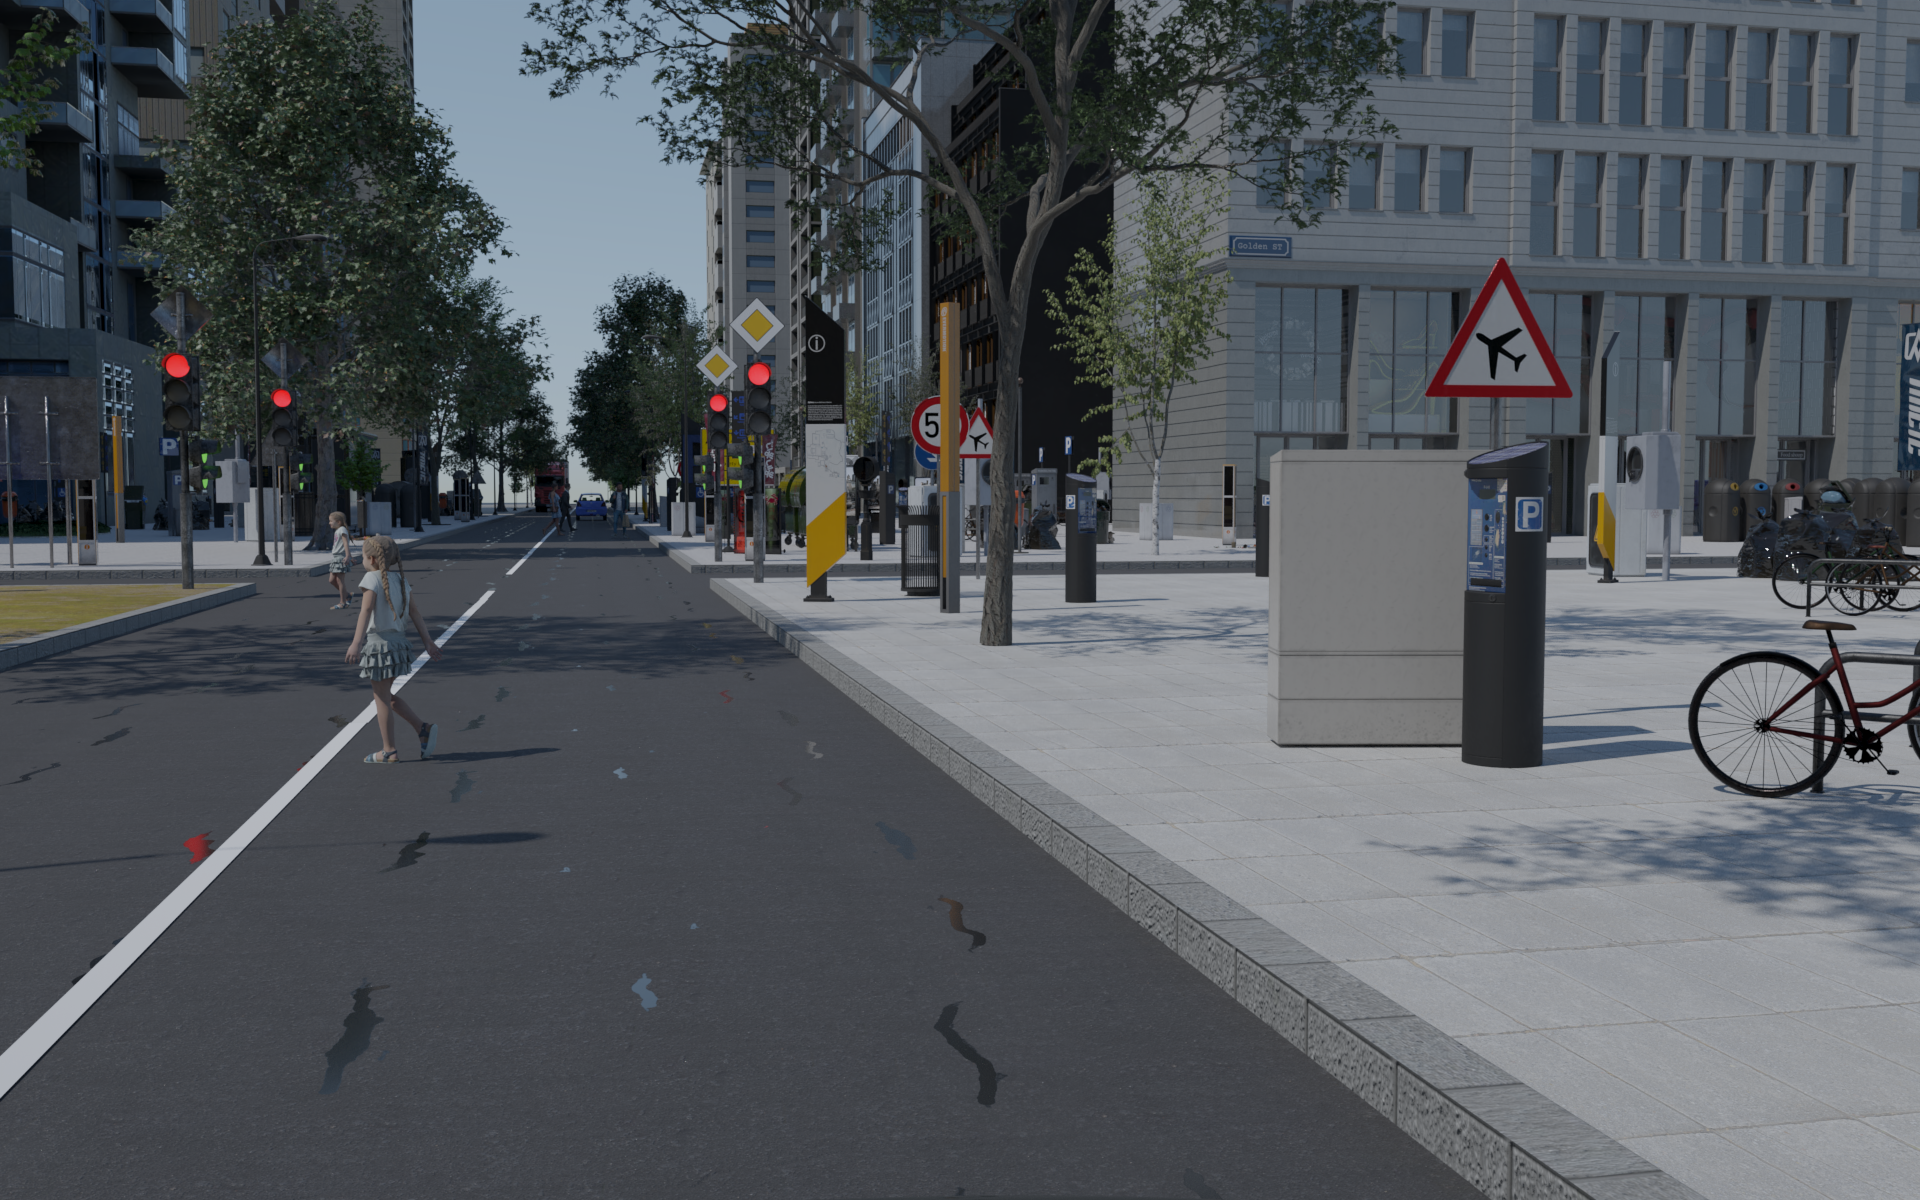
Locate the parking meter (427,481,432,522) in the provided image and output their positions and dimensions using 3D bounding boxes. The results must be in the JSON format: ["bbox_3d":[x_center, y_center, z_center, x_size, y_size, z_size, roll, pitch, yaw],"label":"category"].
[{"bbox_3d":[-24.344,-4.526,79.715,0.255,1.863,0.399,0,4,-2],"label":"parking meter"}]

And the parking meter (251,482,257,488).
[{"bbox_3d":[-34.323,-4.790,84.027,0.399,1.863,0.255,1,4,20],"label":"parking meter"}]

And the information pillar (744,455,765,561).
[{"bbox_3d":[-3.918,-1.748,33.070,0.304,2.012,0.304,1,4,19],"label":"information pillar"}]

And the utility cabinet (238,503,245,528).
[{"bbox_3d":[-26.534,-3.447,65.032,1.173,1.500,0.318,1,4,14],"label":"utility cabinet"}]

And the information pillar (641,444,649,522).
[{"bbox_3d":[-14.718,-5.471,80.813,0.183,3.616,0.504,-2,4,-33],"label":"information pillar"}]

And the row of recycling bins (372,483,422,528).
[{"bbox_3d":[-22.411,-3.628,66.434,3.534,1.692,1.069,0,4,3],"label":"row of recycling bins"}]

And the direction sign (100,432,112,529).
[{"bbox_3d":[-31.367,-4.375,63.528,0.379,3.537,0.876,-1,4,-12],"label":"direction sign"}]

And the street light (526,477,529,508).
[{"bbox_3d":[-33.834,-9.855,133.664,1.470,5.913,1.316,-1,4,-12],"label":"street light"}]

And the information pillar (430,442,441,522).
[{"bbox_3d":[-23.651,-5.298,77.971,0.183,3.616,0.504,1,4,21],"label":"information pillar"}]

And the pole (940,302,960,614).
[{"bbox_3d":[-0.107,-1.513,18.586,0.158,3.312,0.155,0,3,0],"label":"pole"}]

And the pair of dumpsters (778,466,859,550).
[{"bbox_3d":[-3.362,-2.387,41.525,1.574,2.255,4.437,-1,4,-12],"label":"pair of dumpsters"}]

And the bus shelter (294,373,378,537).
[{"bbox_3d":[-20.619,-4.817,56.396,2.179,5.291,8.768,-1,4,-12],"label":"bus shelter"}]

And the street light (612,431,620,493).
[{"bbox_3d":[-20.232,-8.114,105.208,1.470,5.913,1.316,-1,4,-12],"label":"street light"}]

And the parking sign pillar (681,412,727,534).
[{"bbox_3d":[-8.506,-4.186,56.910,1.447,3.967,1.447,0,4,-7],"label":"parking sign pillar"}]

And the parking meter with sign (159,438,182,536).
[{"bbox_3d":[-24.040,-3.475,53.085,0.543,3.016,1.738,-3,4,-36],"label":"parking meter with sign"}]

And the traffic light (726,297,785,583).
[{"bbox_3d":[-2.928,-2.201,24.913,0.839,4.253,0.868,-1,4,-12],"label":"traffic light"}]

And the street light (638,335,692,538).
[{"bbox_3d":[-8.588,-4.789,50.848,1.470,5.913,1.316,-1,4,-12],"label":"street light"}]

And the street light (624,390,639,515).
[{"bbox_3d":[-14.347,-6.442,77.875,1.470,5.913,1.316,-1,4,-12],"label":"street light"}]

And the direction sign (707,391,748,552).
[{"bbox_3d":[-5.104,-2.820,38.101,0.876,3.537,0.379,0,4,-1],"label":"direction sign"}]

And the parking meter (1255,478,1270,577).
[{"bbox_3d":[4.774,-1.128,26.850,0.372,1.533,0.369,0,3,0],"label":"parking meter"}]

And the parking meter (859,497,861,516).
[{"bbox_3d":[-6.030,-5.712,101.801,0.372,1.533,0.369,0,3,0],"label":"parking meter"}]

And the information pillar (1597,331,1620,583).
[{"bbox_3d":[9.310,-2.049,24.856,0.183,3.616,0.504,3,5,41],"label":"information pillar"}]

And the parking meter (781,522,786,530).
[{"bbox_3d":[-6.396,-3.260,61.713,0.372,1.533,0.369,0,3,0],"label":"parking meter"}]

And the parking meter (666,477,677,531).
[{"bbox_3d":[-10.012,-3.329,60.138,0.255,1.863,0.399,-2,4,-28],"label":"parking meter"}]

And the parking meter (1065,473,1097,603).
[{"bbox_3d":[1.432,-0.739,20.494,0.372,1.533,0.369,0,3,0],"label":"parking meter"}]

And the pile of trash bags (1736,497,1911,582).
[{"bbox_3d":[13.690,-1.000,26.099,3.447,1.369,1.912,0,4,7],"label":"pile of trash bags"}]

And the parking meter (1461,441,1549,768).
[{"bbox_3d":[2.590,0.011,8.233,0.372,1.533,0.369,0,3,0],"label":"parking meter"}]

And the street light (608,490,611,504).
[{"bbox_3d":[-24.742,-9.403,126.276,1.470,5.913,1.316,-1,4,-12],"label":"street light"}]

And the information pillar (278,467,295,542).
[{"bbox_3d":[-18.111,-2.575,46.592,0.304,2.012,0.304,0,4,-4],"label":"information pillar"}]

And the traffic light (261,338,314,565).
[{"bbox_3d":[-12.087,-2.580,31.111,0.839,4.253,0.868,-1,4,-12],"label":"traffic light"}]

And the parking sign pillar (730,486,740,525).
[{"bbox_3d":[-9.001,-4.883,68.304,1.447,3.967,1.447,0,4,-4],"label":"parking sign pillar"}]

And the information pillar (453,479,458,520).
[{"bbox_3d":[-24.628,-4.923,84.975,0.304,2.012,0.304,0,4,7],"label":"information pillar"}]

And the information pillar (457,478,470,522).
[{"bbox_3d":[-22.550,-4.551,78.905,0.304,2.012,0.304,1,4,12],"label":"information pillar"}]

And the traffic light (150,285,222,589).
[{"bbox_3d":[-10.418,-2.103,23.301,0.839,4.253,0.868,-1,4,-12],"label":"traffic light"}]

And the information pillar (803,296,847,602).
[{"bbox_3d":[-1.602,-1.785,20.538,0.504,3.616,0.183,1,4,9],"label":"information pillar"}]

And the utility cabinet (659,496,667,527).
[{"bbox_3d":[-11.618,-3.471,67.916,0.306,1.237,1.020,-1,4,-12],"label":"utility cabinet"}]

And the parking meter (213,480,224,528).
[{"bbox_3d":[-28.134,-3.670,65.723,0.399,1.863,0.255,3,5,42],"label":"parking meter"}]

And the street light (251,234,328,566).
[{"bbox_3d":[-11.999,-3.577,31.020,1.470,5.913,1.316,-1,4,-12],"label":"street light"}]

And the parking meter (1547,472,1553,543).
[{"bbox_3d":[15.327,-2.433,45.494,0.399,1.863,0.255,-2,4,-28],"label":"parking meter"}]

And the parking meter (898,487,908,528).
[{"bbox_3d":[-2.122,-3.451,64.842,0.372,1.533,0.369,0,3,0],"label":"parking meter"}]

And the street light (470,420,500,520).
[{"bbox_3d":[-23.472,-6.887,85.139,1.470,5.913,1.316,-1,4,-12],"label":"street light"}]

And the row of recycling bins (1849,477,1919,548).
[{"bbox_3d":[23.018,-2.199,43.070,1.069,1.692,3.534,-1,4,-9],"label":"row of recycling bins"}]

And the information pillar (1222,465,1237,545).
[{"bbox_3d":[6.742,-2.374,43.308,0.304,2.012,0.304,1,4,20],"label":"information pillar"}]

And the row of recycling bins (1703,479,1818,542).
[{"bbox_3d":[21.707,-2.403,46.407,3.534,1.692,1.069,0,4,-1],"label":"row of recycling bins"}]

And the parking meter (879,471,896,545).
[{"bbox_3d":[-1.837,-2.340,43.962,0.255,1.863,0.399,3,5,42],"label":"parking meter"}]

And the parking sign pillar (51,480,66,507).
[{"bbox_3d":[-34.137,-4.724,65.702,1.447,3.967,1.447,-2,4,-33],"label":"parking sign pillar"}]

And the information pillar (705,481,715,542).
[{"bbox_3d":[-6.693,-2.566,46.439,0.304,2.012,0.304,0,4,-8],"label":"information pillar"}]

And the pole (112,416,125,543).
[{"bbox_3d":[-22.050,-3.152,45.385,0.158,3.312,0.155,0,3,0],"label":"pole"}]

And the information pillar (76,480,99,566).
[{"bbox_3d":[-15.650,-1.624,31.041,0.304,2.012,0.304,-1,4,-21],"label":"information pillar"}]

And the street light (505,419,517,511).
[{"bbox_3d":[-28.075,-8.194,106.507,1.470,5.913,1.316,-1,4,-12],"label":"street light"}]

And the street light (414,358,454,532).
[{"bbox_3d":[-17.729,-5.252,58.419,1.470,5.913,1.316,-1,4,-12],"label":"street light"}]

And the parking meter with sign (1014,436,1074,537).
[{"bbox_3d":[2.514,-3.413,52.069,1.738,3.016,0.543,-1,4,-17],"label":"parking meter with sign"}]

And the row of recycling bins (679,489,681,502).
[{"bbox_3d":[-15.809,-5.928,104.042,1.069,1.692,3.534,1,4,16],"label":"row of recycling bins"}]

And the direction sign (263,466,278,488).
[{"bbox_3d":[-33.364,-5.613,83.770,0.876,3.537,0.379,1,4,17],"label":"direction sign"}]

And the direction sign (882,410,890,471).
[{"bbox_3d":[-2.019,-3.378,47.233,0.379,3.537,0.876,1,4,11],"label":"direction sign"}]

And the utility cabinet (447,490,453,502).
[{"bbox_3d":[-30.286,-5.820,103.831,1.173,1.500,0.318,2,4,35],"label":"utility cabinet"}]

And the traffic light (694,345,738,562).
[{"bbox_3d":[-4.598,-2.679,32.722,0.839,4.253,0.868,-1,4,-12],"label":"traffic light"}]

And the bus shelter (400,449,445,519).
[{"bbox_3d":[-27.985,-6.063,90.418,1.731,3.624,6.357,-1,4,-12],"label":"bus shelter"}]
